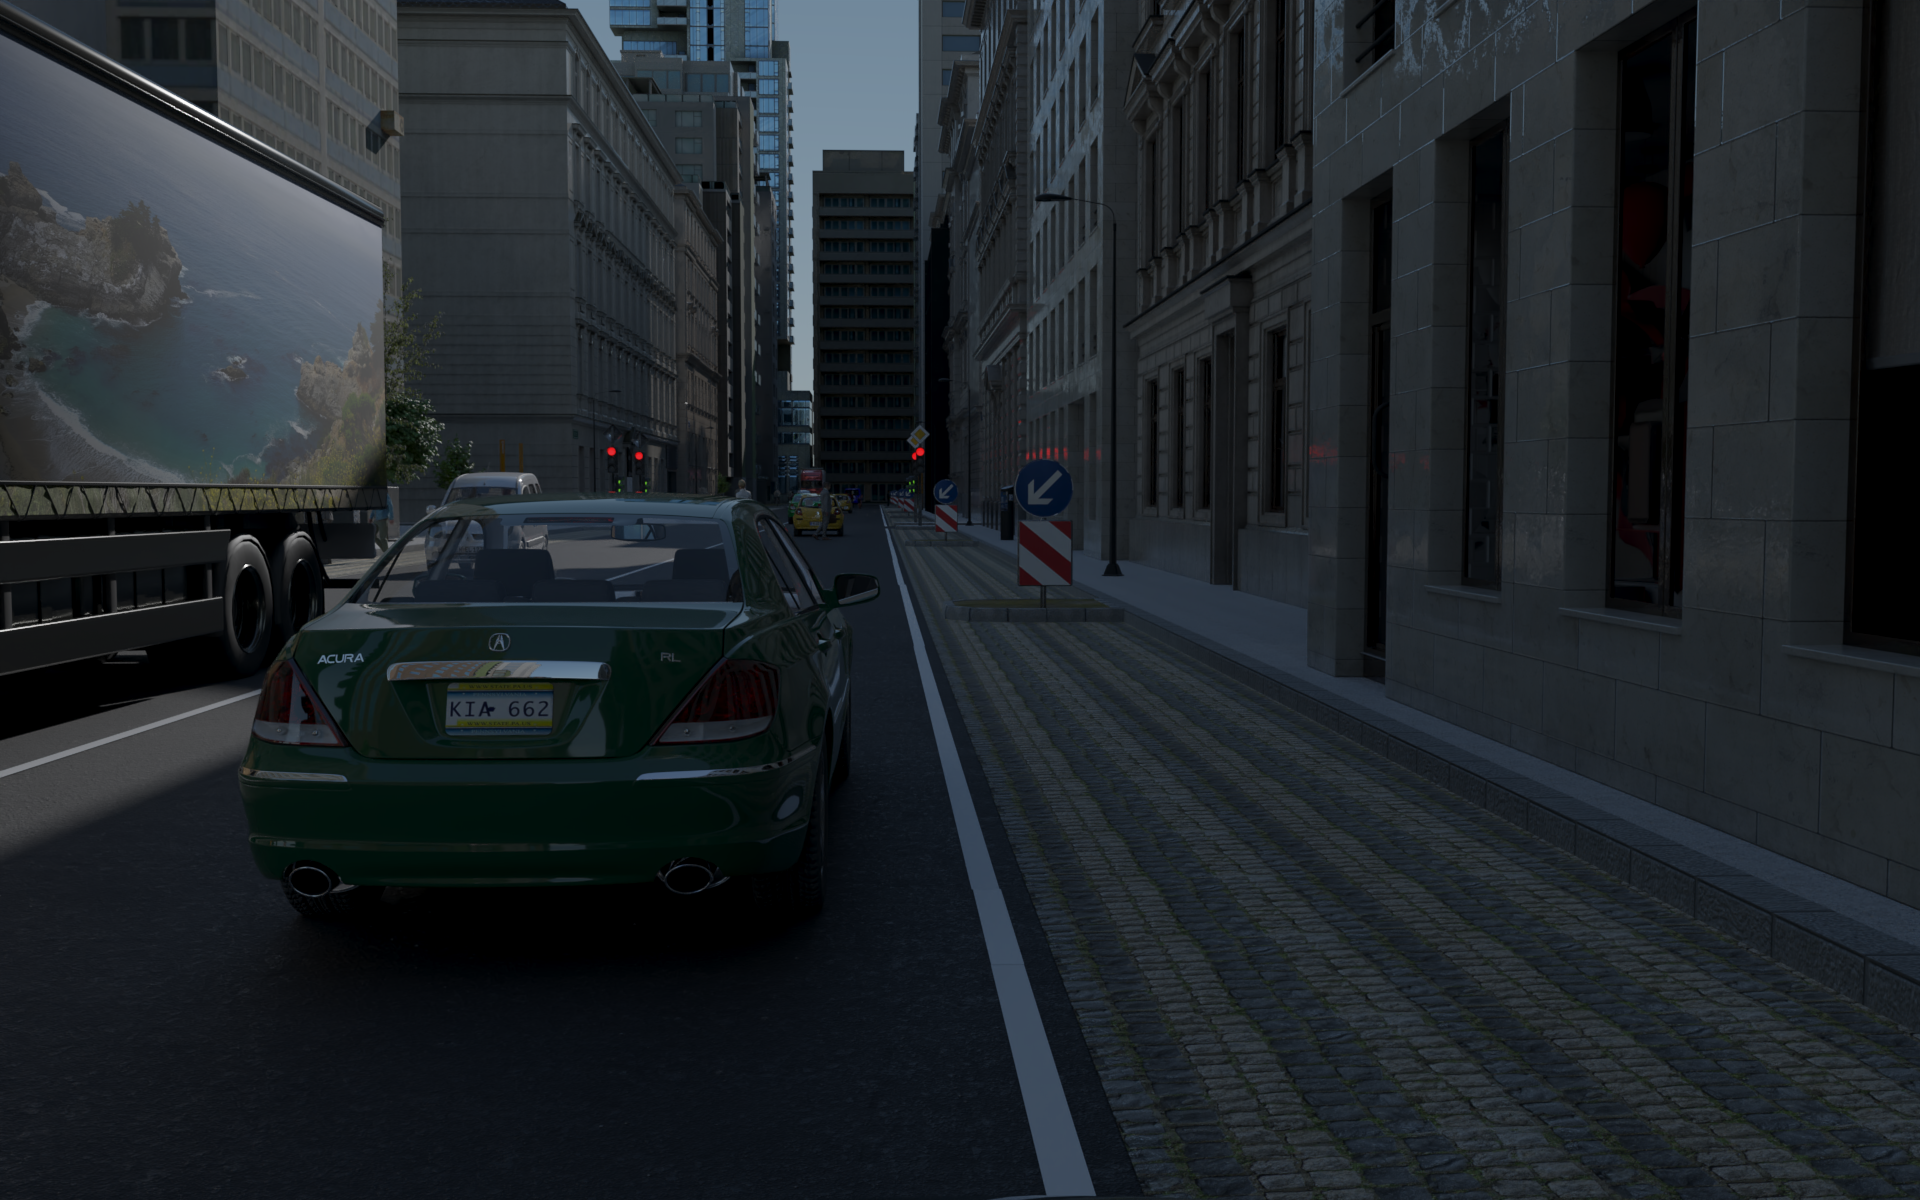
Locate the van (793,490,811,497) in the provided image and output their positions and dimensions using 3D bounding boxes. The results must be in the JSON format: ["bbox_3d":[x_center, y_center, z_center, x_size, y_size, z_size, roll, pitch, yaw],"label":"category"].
[{"bbox_3d":[-15.589,-10.134,172.710,2.013,2.044,4.112,0,4,-4],"label":"van"}]

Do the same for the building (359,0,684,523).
[{"bbox_3d":[-26.243,-19.652,97.728,17.030,29.872,44.131,0,4,-3],"label":"building"}]

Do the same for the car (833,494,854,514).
[{"bbox_3d":[-8.901,-7.255,128.836,2.015,1.641,3.980,0,4,-1],"label":"car"}]

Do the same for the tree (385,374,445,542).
[{"bbox_3d":[-15.710,-3.871,47.008,4.285,4.588,4.351,0,3,0],"label":"tree"}]

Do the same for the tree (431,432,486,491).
[{"bbox_3d":[-15.588,-3.638,54.091,1.663,3.219,1.824,0,3,0],"label":"tree"}]

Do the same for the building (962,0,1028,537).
[{"bbox_3d":[6.063,-14.139,60.058,11.050,23.489,19.941,0,4,-3],"label":"building"}]

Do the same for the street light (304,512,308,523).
[{"bbox_3d":[-13.844,-4.005,38.017,1.470,5.913,1.316,0,4,-3],"label":"street light"}]

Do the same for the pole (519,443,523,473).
[{"bbox_3d":[-17.573,-4.622,69.410,0.158,3.312,0.155,0,3,0],"label":"pole"}]

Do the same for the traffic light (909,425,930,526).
[{"bbox_3d":[-1.633,-4.956,69.958,0.839,4.253,0.868,0,4,-3],"label":"traffic light"}]

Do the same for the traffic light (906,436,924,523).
[{"bbox_3d":[-2.015,-5.444,77.934,0.839,4.253,0.868,0,4,-3],"label":"traffic light"}]

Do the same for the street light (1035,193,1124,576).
[{"bbox_3d":[1.854,-3.327,26.945,1.470,5.913,1.316,0,4,-3],"label":"street light"}]

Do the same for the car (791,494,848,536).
[{"bbox_3d":[-4.879,-3.045,60.005,2.015,1.641,3.980,0,4,-3],"label":"car"}]

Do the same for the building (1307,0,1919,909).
[{"bbox_3d":[8.173,-9.138,4.164,10.420,20.320,16.860,0,4,-3],"label":"building"}]

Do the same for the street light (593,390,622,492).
[{"bbox_3d":[-15.740,-6.398,77.154,1.470,5.913,1.316,0,4,-3],"label":"street light"}]

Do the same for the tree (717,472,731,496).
[{"bbox_3d":[-20.913,-9.530,150.419,1.663,3.219,1.824,0,3,0],"label":"tree"}]

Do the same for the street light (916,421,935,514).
[{"bbox_3d":[-2.129,-8.427,110.320,1.470,5.913,1.316,0,4,-3],"label":"street light"}]

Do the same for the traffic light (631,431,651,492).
[{"bbox_3d":[-14.261,-5.408,77.334,0.839,4.253,0.868,0,4,-3],"label":"traffic light"}]

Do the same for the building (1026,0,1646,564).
[{"bbox_3d":[7.506,-11.418,41.443,10.420,20.320,16.860,0,4,-3],"label":"building"}]

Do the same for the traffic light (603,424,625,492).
[{"bbox_3d":[-13.879,-4.920,69.358,0.839,4.253,0.868,0,4,-3],"label":"traffic light"}]

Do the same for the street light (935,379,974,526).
[{"bbox_3d":[-0.155,-5.951,69.834,1.470,5.913,1.316,0,4,-3],"label":"street light"}]

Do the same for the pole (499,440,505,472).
[{"bbox_3d":[-17.128,-4.344,64.872,0.158,3.312,0.155,0,3,0],"label":"pole"}]

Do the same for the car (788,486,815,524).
[{"bbox_3d":[-7.419,-4.635,84.582,1.959,1.807,4.718,0,4,-2],"label":"car"}]

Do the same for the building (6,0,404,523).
[{"bbox_3d":[-30.356,-22.007,51.704,23.993,40.220,32.217,0,4,-3],"label":"building"}]

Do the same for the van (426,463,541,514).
[{"bbox_3d":[-8.713,-1.531,32.048,2.013,2.044,4.112,0,4,-5],"label":"van"}]

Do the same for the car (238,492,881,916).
[{"bbox_3d":[-1.410,0.272,7.344,2.131,1.459,4.920,0,4,-2],"label":"car"}]

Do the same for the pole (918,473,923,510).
[{"bbox_3d":[-3.042,-8.835,138.292,0.158,3.312,0.155,0,3,0],"label":"pole"}]

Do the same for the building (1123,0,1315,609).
[{"bbox_3d":[8.343,-9.715,23.460,10.561,19.102,19.286,0,4,-3],"label":"building"}]

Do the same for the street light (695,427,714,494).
[{"bbox_3d":[-17.746,-9.022,120.049,1.470,5.913,1.316,0,4,-3],"label":"street light"}]

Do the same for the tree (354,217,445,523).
[{"bbox_3d":[-14.784,-5.624,42.317,4.360,8.622,3.978,0,3,0],"label":"tree"}]

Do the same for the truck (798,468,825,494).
[{"bbox_3d":[-15.942,-12.162,187.754,2.839,4.237,11.283,0,4,-3],"label":"truck"}]

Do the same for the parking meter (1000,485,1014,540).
[{"bbox_3d":[1.313,-2.433,48.183,0.372,1.533,0.369,0,3,0],"label":"parking meter"}]

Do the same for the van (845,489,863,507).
[{"bbox_3d":[-12.017,-11.647,194.808,2.240,2.365,5.245,0,4,-2],"label":"van"}]

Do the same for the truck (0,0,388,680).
[{"bbox_3d":[-6.622,-1.370,11.316,2.839,4.237,11.283,0,4,-2],"label":"truck"}]
